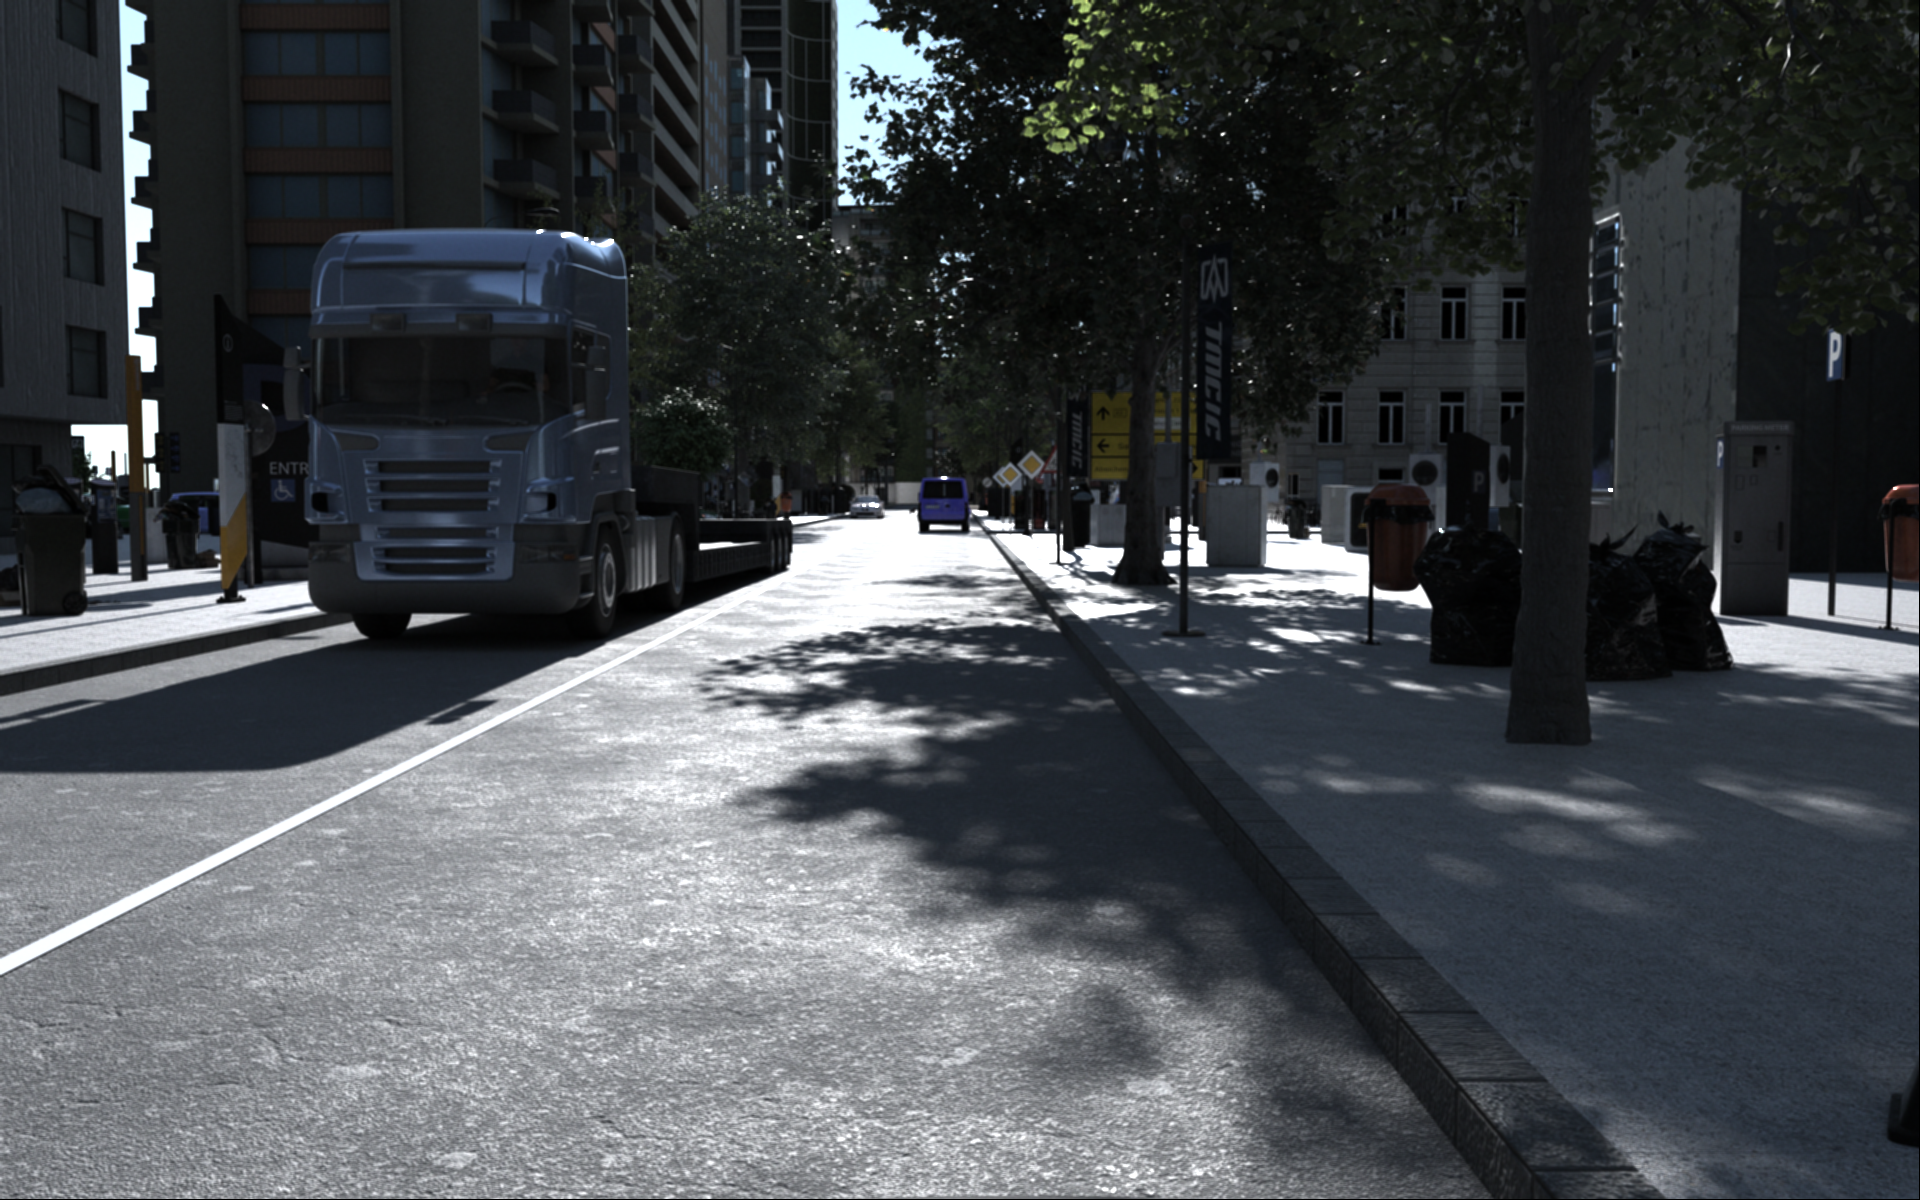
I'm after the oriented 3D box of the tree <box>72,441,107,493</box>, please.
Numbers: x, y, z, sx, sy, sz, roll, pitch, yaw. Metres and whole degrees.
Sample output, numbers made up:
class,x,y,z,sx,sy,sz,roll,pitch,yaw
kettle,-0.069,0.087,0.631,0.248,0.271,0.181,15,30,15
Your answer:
class,x,y,z,sx,sy,sz,roll,pitch,yaw
tree,-32.130,-4.213,63.490,1.663,3.219,1.824,0,3,0

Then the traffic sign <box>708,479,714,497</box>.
class,x,y,z,sx,sy,sz,roll,pitch,yaw
traffic sign,-10.973,-4.693,76.836,0.768,2.556,0.104,0,4,6

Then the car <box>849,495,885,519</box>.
class,x,y,z,sx,sy,sz,roll,pitch,yaw
car,-5.462,-5.482,101.989,2.083,1.381,4.827,0,4,0

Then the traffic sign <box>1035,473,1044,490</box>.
class,x,y,z,sx,sy,sz,roll,pitch,yaw
traffic sign,3.952,-5.099,83.481,0.768,2.556,0.104,0,4,4

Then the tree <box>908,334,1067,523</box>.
class,x,y,z,sx,sy,sz,roll,pitch,yaw
tree,2.656,-9.250,76.994,9.928,11.665,9.643,0,3,0

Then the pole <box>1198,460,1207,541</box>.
class,x,y,z,sx,sy,sz,roll,pitch,yaw
pole,6.676,-3.290,47.638,0.158,3.312,0.155,0,3,0

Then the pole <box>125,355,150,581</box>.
class,x,y,z,sx,sy,sz,roll,pitch,yaw
pole,-12.134,-1.937,25.516,0.158,3.312,0.155,0,3,0

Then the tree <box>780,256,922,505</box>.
class,x,y,z,sx,sy,sz,roll,pitch,yaw
tree,-7.944,-17.116,135.737,12.611,20.169,13.585,0,3,0

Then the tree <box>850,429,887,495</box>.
class,x,y,z,sx,sy,sz,roll,pitch,yaw
tree,-8.487,-13.380,169.119,4.360,8.622,3.978,0,3,0

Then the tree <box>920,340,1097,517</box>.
class,x,y,z,sx,sy,sz,roll,pitch,yaw
tree,2.997,-11.311,95.301,12.009,13.543,11.850,0,3,0

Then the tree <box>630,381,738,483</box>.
class,x,y,z,sx,sy,sz,roll,pitch,yaw
tree,-8.173,-4.095,50.661,4.285,4.588,4.351,0,3,0

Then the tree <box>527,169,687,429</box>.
class,x,y,z,sx,sy,sz,roll,pitch,yaw
tree,-8.555,-5.494,40.186,4.737,8.622,4.395,0,3,0

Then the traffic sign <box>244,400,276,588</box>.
class,x,y,z,sx,sy,sz,roll,pitch,yaw
traffic sign,-9.670,-1.433,23.538,0.768,2.556,0.104,0,4,4

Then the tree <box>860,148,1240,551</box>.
class,x,y,z,sx,sy,sz,roll,pitch,yaw
tree,2.463,-6.393,38.938,8.767,10.594,7.601,0,4,1

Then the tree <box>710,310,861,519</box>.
class,x,y,z,sx,sy,sz,roll,pitch,yaw
tree,-8.533,-9.177,84.464,8.767,10.594,7.601,0,4,1

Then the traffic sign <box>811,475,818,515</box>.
class,x,y,z,sx,sy,sz,roll,pitch,yaw
traffic sign,-9.215,-6.578,107.650,0.768,2.556,0.104,0,4,4

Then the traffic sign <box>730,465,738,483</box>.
class,x,y,z,sx,sy,sz,roll,pitch,yaw
traffic sign,-9.804,-4.681,76.646,0.768,2.556,0.104,0,4,8

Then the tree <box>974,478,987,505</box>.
class,x,y,z,sx,sy,sz,roll,pitch,yaw
tree,2.453,-12.857,204.809,1.663,3.219,1.824,0,3,0

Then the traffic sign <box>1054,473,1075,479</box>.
class,x,y,z,sx,sy,sz,roll,pitch,yaw
traffic sign,2.982,-2.897,49.494,0.606,2.300,0.079,0,4,1

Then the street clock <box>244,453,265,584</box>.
class,x,y,z,sx,sy,sz,roll,pitch,yaw
street clock,-10.070,-1.227,24.627,0.471,2.002,0.358,3,5,44

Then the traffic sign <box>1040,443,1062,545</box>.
class,x,y,z,sx,sy,sz,roll,pitch,yaw
traffic sign,2.466,-2.688,43.961,0.884,2.594,0.081,0,4,0

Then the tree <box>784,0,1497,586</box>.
class,x,y,z,sx,sy,sz,roll,pitch,yaw
tree,2.598,-6.562,24.299,9.611,12.733,9.660,0,3,0

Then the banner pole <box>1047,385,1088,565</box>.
class,x,y,z,sx,sy,sz,roll,pitch,yaw
banner pole,2.005,-2.546,31.643,0.863,3.779,0.401,-2,4,-27

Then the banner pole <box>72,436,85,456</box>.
class,x,y,z,sx,sy,sz,roll,pitch,yaw
banner pole,-33.292,-4.591,65.081,0.863,3.779,0.401,-1,4,-22

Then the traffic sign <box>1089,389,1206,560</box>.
class,x,y,z,sx,sy,sz,roll,pitch,yaw
traffic sign,3.655,-2.442,33.804,2.265,3.308,0.079,0,4,5

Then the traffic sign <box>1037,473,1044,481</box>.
class,x,y,z,sx,sy,sz,roll,pitch,yaw
traffic sign,3.475,-4.185,68.435,0.884,2.594,0.081,0,4,7

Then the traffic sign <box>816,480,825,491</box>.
class,x,y,z,sx,sy,sz,roll,pitch,yaw
traffic sign,-10.203,-7.620,126.716,0.606,2.300,0.079,0,4,1

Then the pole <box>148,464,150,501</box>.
class,x,y,z,sx,sy,sz,roll,pitch,yaw
pole,-47.787,-6.608,101.889,0.158,3.312,0.155,0,3,0

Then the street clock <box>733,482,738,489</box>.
class,x,y,z,sx,sy,sz,roll,pitch,yaw
street clock,-11.461,-5.183,89.312,0.471,2.002,0.358,2,4,35

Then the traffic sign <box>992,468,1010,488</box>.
class,x,y,z,sx,sy,sz,roll,pitch,yaw
traffic sign,3.603,-8.496,132.780,2.265,3.308,0.079,1,4,9

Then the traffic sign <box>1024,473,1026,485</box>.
class,x,y,z,sx,sy,sz,roll,pitch,yaw
traffic sign,2.989,-4.911,82.429,0.606,2.300,0.079,0,4,5

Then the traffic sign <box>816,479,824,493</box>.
class,x,y,z,sx,sy,sz,roll,pitch,yaw
traffic sign,-10.218,-7.590,125.278,0.795,2.450,0.064,0,4,3

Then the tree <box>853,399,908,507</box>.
class,x,y,z,sx,sy,sz,roll,pitch,yaw
tree,-8.441,-15.365,176.966,9.928,11.665,9.643,0,3,0

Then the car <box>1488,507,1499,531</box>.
class,x,y,z,sx,sy,sz,roll,pitch,yaw
car,16.921,-2.819,58.090,4.499,1.417,2.014,0,4,1

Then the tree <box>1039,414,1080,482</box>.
class,x,y,z,sx,sy,sz,roll,pitch,yaw
tree,8.065,-11.066,131.295,4.737,8.622,4.395,0,3,0

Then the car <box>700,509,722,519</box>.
class,x,y,z,sx,sy,sz,roll,pitch,yaw
car,-10.411,-2.840,58.236,4.920,1.459,2.131,0,4,0

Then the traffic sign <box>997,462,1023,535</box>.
class,x,y,z,sx,sy,sz,roll,pitch,yaw
traffic sign,1.554,-3.057,53.620,0.795,2.450,0.064,0,4,0

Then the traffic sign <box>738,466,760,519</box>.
class,x,y,z,sx,sy,sz,roll,pitch,yaw
traffic sign,-7.511,-3.545,61.603,0.795,2.450,0.064,0,4,0

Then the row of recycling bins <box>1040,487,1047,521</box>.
class,x,y,z,sx,sy,sz,roll,pitch,yaw
row of recycling bins,5.123,-5.326,94.196,1.069,1.692,3.534,1,4,23

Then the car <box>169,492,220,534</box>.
class,x,y,z,sx,sy,sz,roll,pitch,yaw
car,-23.963,-2.853,56.235,3.694,1.707,1.945,0,4,0

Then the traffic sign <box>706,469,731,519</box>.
class,x,y,z,sx,sy,sz,roll,pitch,yaw
traffic sign,-7.490,-3.057,53.618,0.795,2.450,0.064,0,4,0

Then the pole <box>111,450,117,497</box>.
class,x,y,z,sx,sy,sz,roll,pitch,yaw
pole,-39.496,-5.323,80.866,0.158,3.312,0.155,0,3,0

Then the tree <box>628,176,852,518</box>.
class,x,y,z,sx,sy,sz,roll,pitch,yaw
tree,-8.845,-9.954,69.399,9.857,13.997,8.962,0,3,0

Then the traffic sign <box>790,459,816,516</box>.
class,x,y,z,sx,sy,sz,roll,pitch,yaw
traffic sign,-9.599,-6.588,101.588,2.265,3.308,0.079,0,4,5

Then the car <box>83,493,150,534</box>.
class,x,y,z,sx,sy,sz,roll,pitch,yaw
car,-29.257,-2.964,57.263,4.718,1.807,1.959,0,4,0

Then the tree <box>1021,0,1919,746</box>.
class,x,y,z,sx,sy,sz,roll,pitch,yaw
tree,2.867,-5.562,9.060,7.486,12.596,7.792,0,3,0

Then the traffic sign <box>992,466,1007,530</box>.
class,x,y,z,sx,sy,sz,roll,pitch,yaw
traffic sign,1.533,-3.545,61.606,0.795,2.450,0.064,0,4,0

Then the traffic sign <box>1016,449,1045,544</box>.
class,x,y,z,sx,sy,sz,roll,pitch,yaw
traffic sign,1.853,-2.668,44.802,0.795,2.450,0.064,0,4,0

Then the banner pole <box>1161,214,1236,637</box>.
class,x,y,z,sx,sy,sz,roll,pitch,yaw
banner pole,2.151,-1.554,15.418,0.401,3.779,0.863,-2,4,-32

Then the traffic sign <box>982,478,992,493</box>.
class,x,y,z,sx,sy,sz,roll,pitch,yaw
traffic sign,2.089,-8.131,133.050,0.768,2.556,0.104,0,4,3

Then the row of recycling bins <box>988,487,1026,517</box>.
class,x,y,z,sx,sy,sz,roll,pitch,yaw
row of recycling bins,2.781,-5.682,100.009,1.069,1.692,3.534,2,4,33
